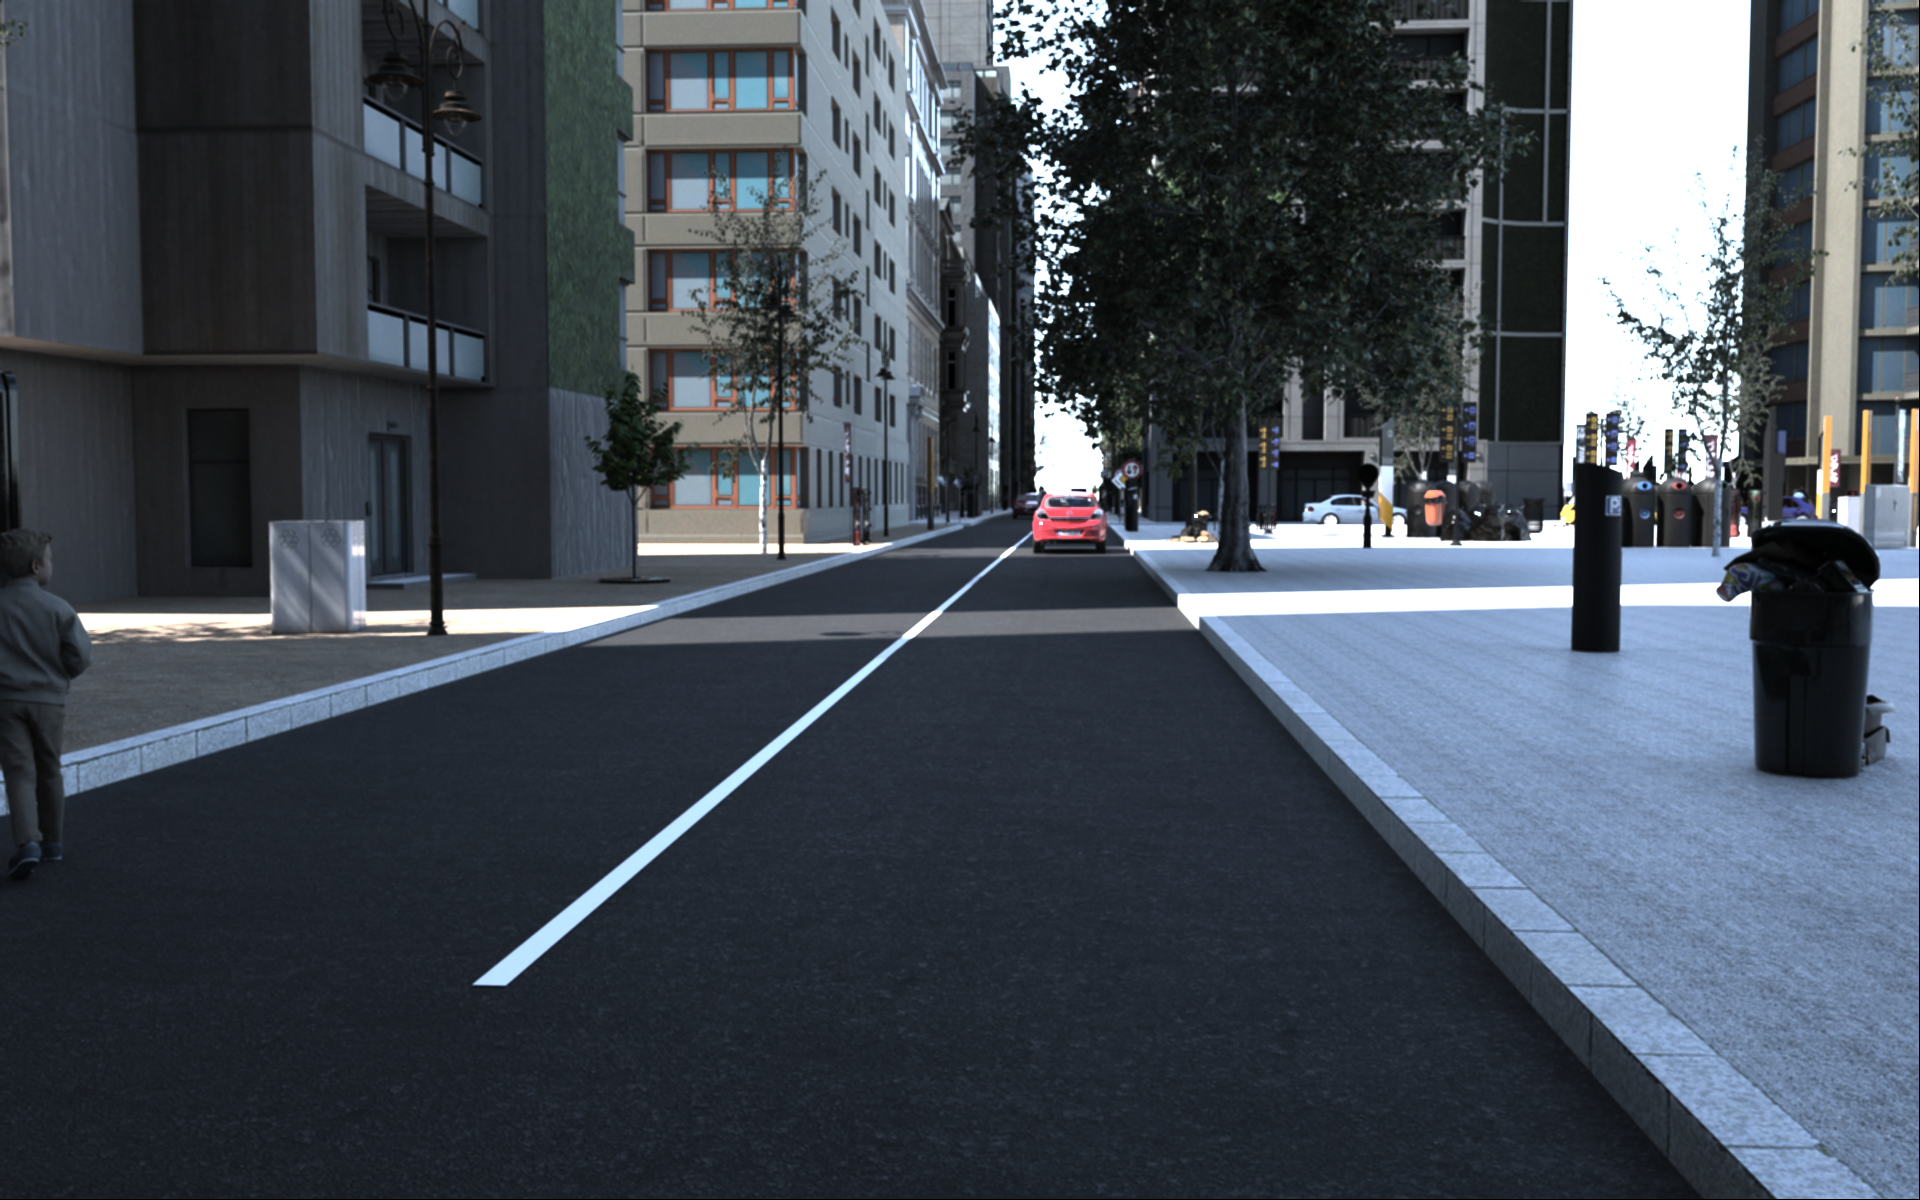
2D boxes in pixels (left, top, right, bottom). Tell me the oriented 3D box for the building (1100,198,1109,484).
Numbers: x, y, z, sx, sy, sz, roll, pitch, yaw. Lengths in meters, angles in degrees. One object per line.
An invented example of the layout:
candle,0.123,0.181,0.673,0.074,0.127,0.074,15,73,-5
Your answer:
building,37.859,-43.290,297.033,28.713,52.752,27.495,0,4,4

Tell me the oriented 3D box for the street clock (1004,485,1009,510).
street clock,3.662,-8.228,139.098,0.358,2.002,0.471,-3,5,-41

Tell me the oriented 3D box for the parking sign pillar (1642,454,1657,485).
parking sign pillar,46.773,-7.893,117.518,1.447,3.967,1.447,0,4,-4

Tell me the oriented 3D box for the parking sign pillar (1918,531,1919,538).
parking sign pillar,28.962,-3.809,50.741,1.447,3.967,1.447,-1,4,-16

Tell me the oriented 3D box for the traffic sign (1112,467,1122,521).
traffic sign,7.546,-4.985,81.617,0.768,2.556,0.104,1,4,13

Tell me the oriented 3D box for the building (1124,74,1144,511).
building,23.762,-29.485,136.706,22.147,44.769,28.867,0,4,4

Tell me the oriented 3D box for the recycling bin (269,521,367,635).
recycling bin,-5.988,-0.222,16.177,0.722,1.027,0.722,-1,4,-8

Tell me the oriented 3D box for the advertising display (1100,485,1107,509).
advertising display,10.447,-7.400,126.203,0.123,1.923,0.974,2,4,28

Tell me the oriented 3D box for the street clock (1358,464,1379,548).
street clock,9.728,-2.247,41.316,0.471,2.002,0.358,1,4,18

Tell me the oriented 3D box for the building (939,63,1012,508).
building,-2.498,-29.190,160.857,14.154,41.232,14.086,0,4,4

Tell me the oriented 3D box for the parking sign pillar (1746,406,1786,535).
parking sign pillar,25.189,-3.986,53.638,1.447,3.967,1.447,1,4,17

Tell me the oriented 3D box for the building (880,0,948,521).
building,-7.983,-18.586,89.780,13.634,28.700,20.117,0,4,4

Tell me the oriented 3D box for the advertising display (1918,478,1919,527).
advertising display,37.886,-3.864,68.396,0.123,1.923,0.974,2,4,32

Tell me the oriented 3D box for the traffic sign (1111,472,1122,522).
traffic sign,7.218,-4.566,78.299,0.795,2.450,0.064,0,4,4

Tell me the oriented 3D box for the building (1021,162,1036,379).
building,2.022,-46.126,296.152,21.231,58.520,28.212,0,4,4

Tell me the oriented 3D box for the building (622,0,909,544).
building,-17.464,-13.037,58.194,28.899,21.520,27.650,0,4,4

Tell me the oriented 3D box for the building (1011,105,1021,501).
building,-0.304,-33.349,195.371,14.600,45.320,14.200,0,4,4

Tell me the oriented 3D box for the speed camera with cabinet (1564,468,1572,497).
speed camera with cabinet,45.317,-8.191,128.259,0.660,3.252,2.038,0,4,1

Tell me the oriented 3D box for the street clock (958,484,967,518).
street clock,0.105,-5.519,94.813,0.471,2.002,0.358,1,4,15

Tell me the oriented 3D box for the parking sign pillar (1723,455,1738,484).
parking sign pillar,48.038,-7.270,107.338,1.447,3.967,1.447,-3,5,-40

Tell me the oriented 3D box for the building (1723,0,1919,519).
building,54.237,-26.408,86.397,28.867,44.769,22.147,0,4,4

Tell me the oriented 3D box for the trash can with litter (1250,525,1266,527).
trash can with litter,11.094,-3.482,67.990,2.233,1.210,1.678,0,4,-8

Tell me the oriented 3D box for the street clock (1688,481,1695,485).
street clock,39.802,-5.496,94.433,0.471,2.002,0.358,1,4,21

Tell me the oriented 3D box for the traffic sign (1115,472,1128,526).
traffic sign,6.674,-4.079,70.332,0.795,2.450,0.064,0,4,4

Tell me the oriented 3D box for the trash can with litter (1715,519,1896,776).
trash can with litter,4.034,0.195,8.193,0.624,1.170,1.055,3,5,39

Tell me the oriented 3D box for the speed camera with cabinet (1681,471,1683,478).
speed camera with cabinet,49.898,-7.673,119.787,0.660,3.252,2.038,3,4,38

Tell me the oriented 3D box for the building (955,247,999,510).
building,-2.349,-17.623,142.888,10.420,20.320,16.860,0,4,4

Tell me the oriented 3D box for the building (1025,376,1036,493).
building,-2.459,-25.892,268.367,27.650,21.520,28.899,0,4,4

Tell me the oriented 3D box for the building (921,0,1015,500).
building,-4.745,-45.212,177.470,20.563,71.187,20.611,0,4,4

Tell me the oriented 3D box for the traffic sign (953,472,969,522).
traffic sign,-0.008,-4.597,78.810,0.795,2.450,0.064,0,4,4

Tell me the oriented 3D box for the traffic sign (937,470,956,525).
traffic sign,-0.552,-4.110,70.844,0.795,2.450,0.064,0,4,4

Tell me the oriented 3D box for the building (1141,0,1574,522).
building,19.836,-39.629,86.189,20.611,71.187,20.563,0,4,4

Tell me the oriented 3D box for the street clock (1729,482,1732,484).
street clock,46.870,-6.150,105.119,0.471,2.002,0.358,1,4,11

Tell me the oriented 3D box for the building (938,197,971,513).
building,-6.594,-18.236,117.241,14.460,24.649,34.723,0,4,4

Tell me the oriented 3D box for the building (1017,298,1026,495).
building,2.119,-29.026,246.270,14.160,30.474,14.107,0,4,4

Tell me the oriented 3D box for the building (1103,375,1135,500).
building,27.525,-34.526,248.090,14.154,41.232,14.086,0,4,4

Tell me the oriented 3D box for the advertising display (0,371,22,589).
advertising display,-5.329,-0.252,9.330,0.974,1.923,0.123,3,4,38

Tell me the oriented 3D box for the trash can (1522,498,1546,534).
trash can,18.710,-2.743,56.497,0.748,1.137,0.748,0,3,0

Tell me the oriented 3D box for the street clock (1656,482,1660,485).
street clock,42.183,-6.125,104.715,0.358,2.002,0.471,2,4,26

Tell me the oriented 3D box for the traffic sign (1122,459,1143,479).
traffic sign,6.307,-3.880,63.536,0.768,2.556,0.104,0,4,4

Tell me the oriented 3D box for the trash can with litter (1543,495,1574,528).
trash can with litter,23.516,-3.385,66.395,2.233,1.210,1.678,1,4,14

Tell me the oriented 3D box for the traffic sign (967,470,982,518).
traffic sign,0.753,-5.584,91.411,0.768,2.556,0.104,1,4,9

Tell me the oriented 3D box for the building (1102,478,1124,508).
building,31.957,-30.473,190.108,32.217,40.220,23.993,0,4,4

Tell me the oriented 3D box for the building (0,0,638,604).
building,-13.266,-20.796,23.613,14.154,41.232,14.086,0,4,4
